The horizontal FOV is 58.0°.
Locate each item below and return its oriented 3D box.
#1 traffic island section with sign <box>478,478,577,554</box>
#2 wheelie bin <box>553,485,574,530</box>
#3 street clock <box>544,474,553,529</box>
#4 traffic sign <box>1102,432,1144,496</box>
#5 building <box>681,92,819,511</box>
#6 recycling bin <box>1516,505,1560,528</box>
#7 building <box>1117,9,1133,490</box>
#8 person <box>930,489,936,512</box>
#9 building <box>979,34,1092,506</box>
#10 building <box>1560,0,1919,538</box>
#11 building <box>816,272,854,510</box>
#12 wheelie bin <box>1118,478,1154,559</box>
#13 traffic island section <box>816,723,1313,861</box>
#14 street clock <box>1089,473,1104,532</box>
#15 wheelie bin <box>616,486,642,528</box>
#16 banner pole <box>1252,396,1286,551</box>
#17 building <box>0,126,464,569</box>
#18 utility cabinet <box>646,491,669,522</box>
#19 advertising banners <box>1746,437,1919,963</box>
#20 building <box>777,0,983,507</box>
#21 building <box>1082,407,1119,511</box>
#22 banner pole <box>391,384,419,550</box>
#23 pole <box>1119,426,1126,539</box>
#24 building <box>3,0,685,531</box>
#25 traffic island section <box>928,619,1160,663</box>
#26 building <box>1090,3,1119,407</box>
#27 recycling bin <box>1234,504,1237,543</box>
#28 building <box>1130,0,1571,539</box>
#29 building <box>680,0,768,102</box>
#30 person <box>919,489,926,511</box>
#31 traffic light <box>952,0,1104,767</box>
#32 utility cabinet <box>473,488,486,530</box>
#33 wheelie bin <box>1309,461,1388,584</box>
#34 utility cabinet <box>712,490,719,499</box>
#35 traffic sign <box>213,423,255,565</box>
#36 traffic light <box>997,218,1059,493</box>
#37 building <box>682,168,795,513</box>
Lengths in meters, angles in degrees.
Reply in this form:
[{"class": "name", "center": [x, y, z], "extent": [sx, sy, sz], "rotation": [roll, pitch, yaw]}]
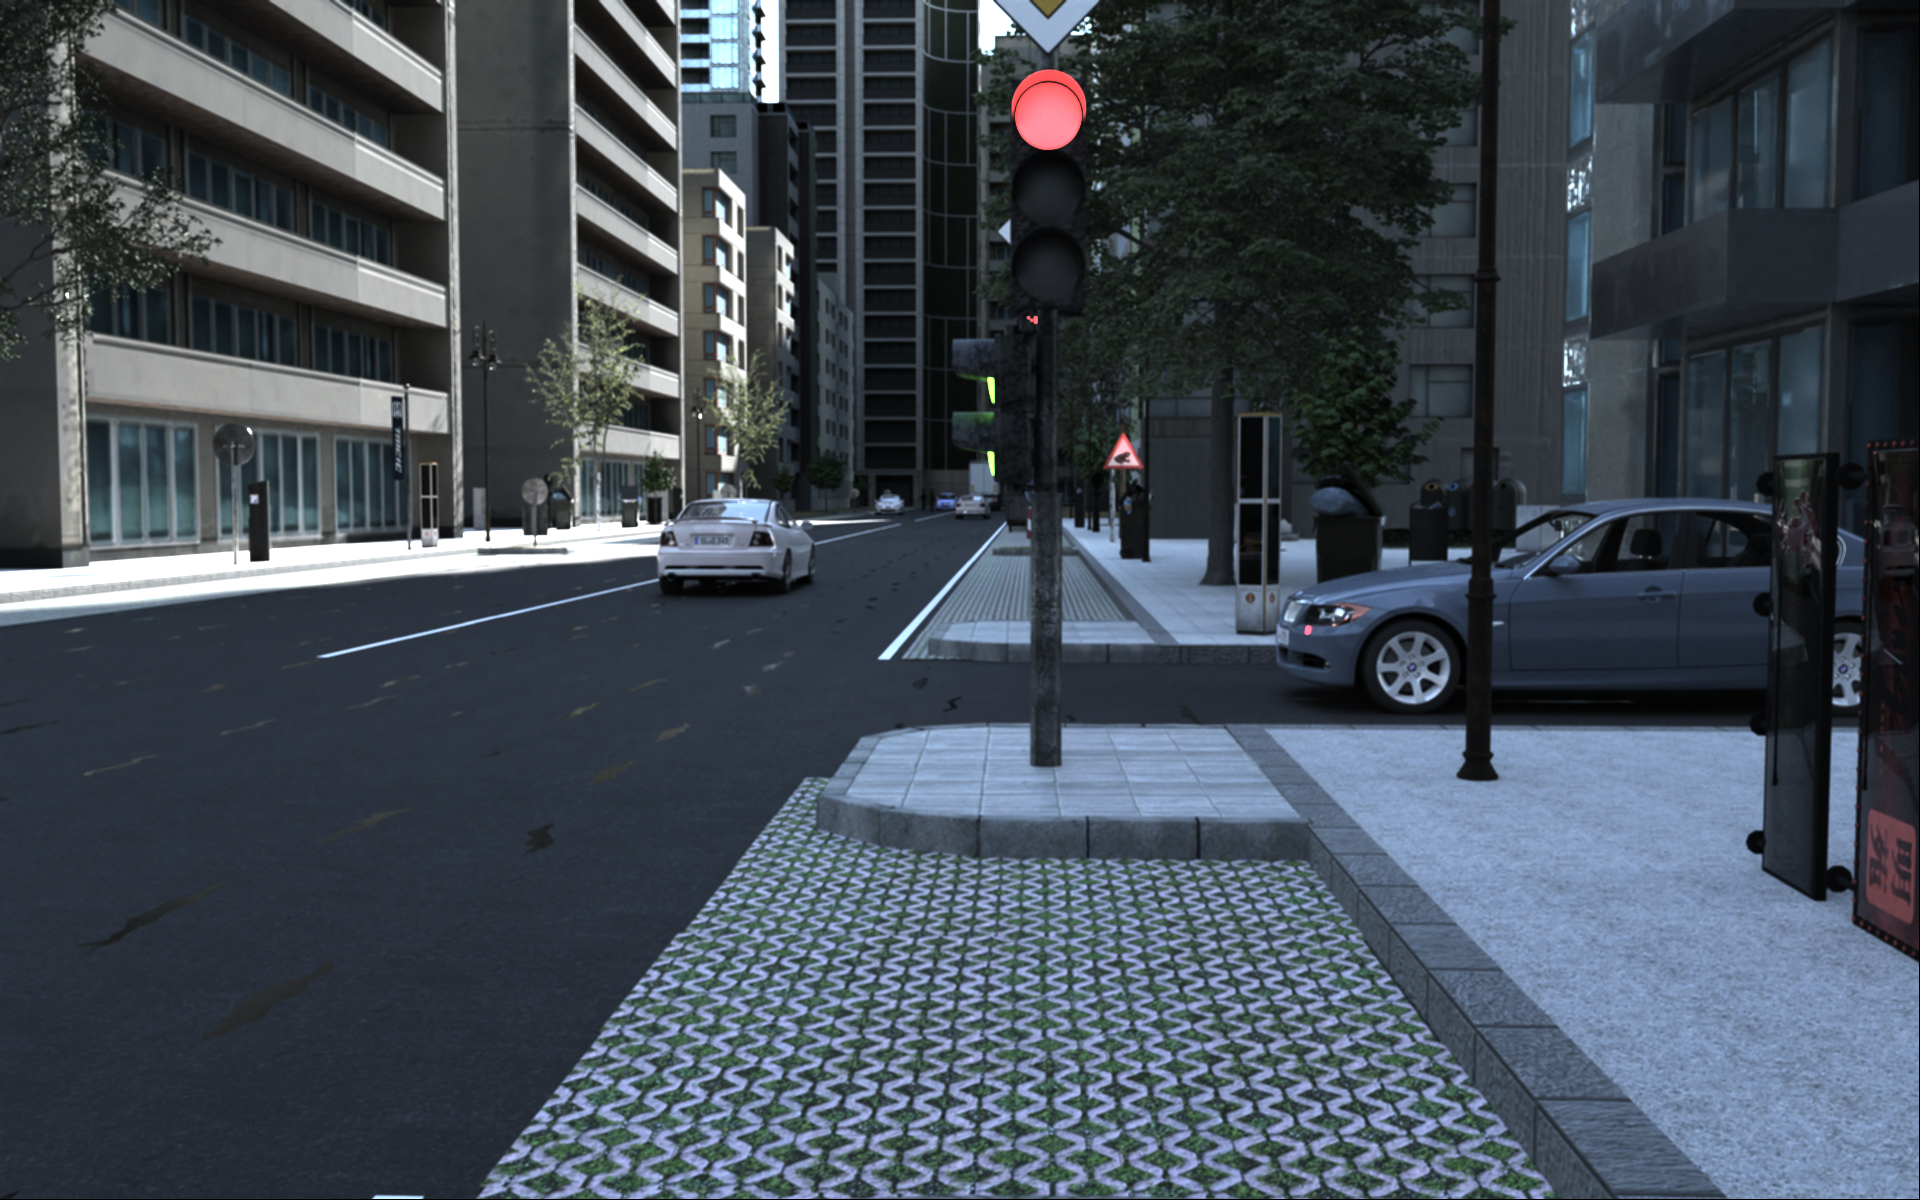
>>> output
[{"class": "traffic island section with sign", "center": [-10.353, -2.026, 41.750], "extent": [1.989, 1.847, 2.006], "rotation": [0, 4, 2]}, {"class": "wheelie bin", "center": [-14.231, -3.316, 62.128], "extent": [0.693, 1.594, 0.980], "rotation": [0, 4, -7]}, {"class": "street clock", "center": [-15.139, -3.619, 63.736], "extent": [0.358, 2.002, 0.471], "rotation": [0, 4, -1]}, {"class": "traffic sign", "center": [3.455, -2.242, 36.657], "extent": [0.884, 2.594, 0.081], "rotation": [0, 4, 7]}, {"class": "building", "center": [-18.363, -21.810, 128.292], "extent": [14.160, 30.474, 14.107], "rotation": [0, 4, 2]}, {"class": "recycling bin", "center": [12.823, -1.578, 38.347], "extent": [0.722, 1.027, 0.722], "rotation": [-2, 4, -29]}, {"class": "building", "center": [16.265, -27.425, 98.517], "extent": [14.600, 45.320, 14.200], "rotation": [0, 4, 2]}, {"class": "person", "center": [-2.193, -7.948, 138.476], "extent": [0.705, 1.821, 1.348], "rotation": [1, 4, 13]}, {"class": "building", "center": [13.018, -34.456, 187.052], "extent": [21.600, 48.544, 21.300], "rotation": [0, 4, 2]}, {"class": "building", "center": [24.637, -24.716, 23.714], "extent": [30.456, 49.044, 23.786], "rotation": [0, 4, 2]}, {"class": "building", "center": [-25.203, -18.822, 152.771], "extent": [28.899, 21.520, 27.650], "rotation": [0, 4, 2]}, {"class": "wheelie bin", "center": [3.513, -1.631, 34.579], "extent": [0.693, 1.594, 0.980], "rotation": [1, 4, 9]}, {"class": "traffic island section", "center": [0.428, 0.861, 8.206], "extent": [2.009, 0.180, 2.903], "rotation": [0, 4, 2]}, {"class": "street clock", "center": [4.600, -3.301, 58.549], "extent": [0.471, 2.002, 0.358], "rotation": [-2, 4, -25]}, {"class": "wheelie bin", "center": [-12.540, -3.536, 65.718], "extent": [0.980, 1.594, 0.693], "rotation": [0, 4, -5]}, {"class": "banner pole", "center": [6.956, -3.002, 39.093], "extent": [0.863, 3.779, 0.401], "rotation": [2, 4, 24]}, {"class": "building", "center": [-25.566, -25.405, 39.078], "extent": [21.300, 48.544, 21.600], "rotation": [0, 4, 2]}, {"class": "utility cabinet", "center": [-13.628, -4.243, 78.050], "extent": [0.318, 1.500, 1.173], "rotation": [2, 4, 31]}, {"class": "advertising banners", "center": [2.667, -0.531, 4.870], "extent": [0.090, 3.025, 2.074], "rotation": [0, 4, 5]}, {"class": "building", "center": [-8.113, -45.744, 186.169], "extent": [20.611, 71.187, 20.563], "rotation": [0, 4, 2]}, {"class": "building", "center": [20.216, -49.374, 119.936], "extent": [22.319, 86.520, 31.000], "rotation": [0, 4, 2]}, {"class": "banner pole", "center": [-12.653, -3.014, 39.295], "extent": [0.401, 3.779, 0.863], "rotation": [1, 4, 13]}, {"class": "pole", "center": [4.692, -3.431, 49.932], "extent": [0.158, 3.312, 0.155], "rotation": [0, 3, 0]}, {"class": "building", "center": [-24.820, -27.611, 75.142], "extent": [21.300, 48.544, 21.600], "rotation": [0, 4, 2]}, {"class": "traffic island section", "center": [0.758, 0.373, 16.184], "extent": [2.009, 0.180, 2.903], "rotation": [0, 4, 2]}, {"class": "building", "center": [25.201, -34.296, 149.979], "extent": [28.713, 52.752, 27.495], "rotation": [0, 4, 2]}, {"class": "recycling bin", "center": [7.394, -2.005, 45.344], "extent": [0.722, 1.027, 0.722], "rotation": [-3, 5, -40]}, {"class": "building", "center": [12.437, -22.701, 54.748], "extent": [14.154, 41.232, 14.086], "rotation": [0, 4, 2]}, {"class": "building", "center": [-33.867, -53.504, 187.460], "extent": [31.000, 86.520, 22.319], "rotation": [0, 4, 2]}, {"class": "person", "center": [-3.094, -8.366, 144.917], "extent": [0.705, 1.869, 1.348], "rotation": [2, 4, 24]}, {"class": "traffic light", "center": [0.388, -1.173, 8.094], "extent": [0.839, 4.253, 0.868], "rotation": [0, 4, 2]}, {"class": "utility cabinet", "center": [-17.067, -3.243, 61.705], "extent": [0.318, 1.500, 1.173], "rotation": [0, 4, -5]}, {"class": "wheelie bin", "center": [3.709, -0.530, 16.571], "extent": [0.693, 1.594, 0.980], "rotation": [1, 4, 18]}, {"class": "utility cabinet", "center": [-12.337, -4.812, 87.352], "extent": [0.318, 1.500, 1.173], "rotation": [-1, 4, -11]}, {"class": "traffic sign", "center": [-13.032, -1.895, 31.088], "extent": [0.768, 2.556, 0.104], "rotation": [0, 4, 4]}, {"class": "traffic light", "center": [0.719, -1.661, 16.072], "extent": [0.839, 4.253, 0.868], "rotation": [0, 4, 2]}, {"class": "building", "center": [-25.966, -16.021, 106.987], "extent": [27.650, 21.520, 28.899], "rotation": [0, 4, 2]}]
